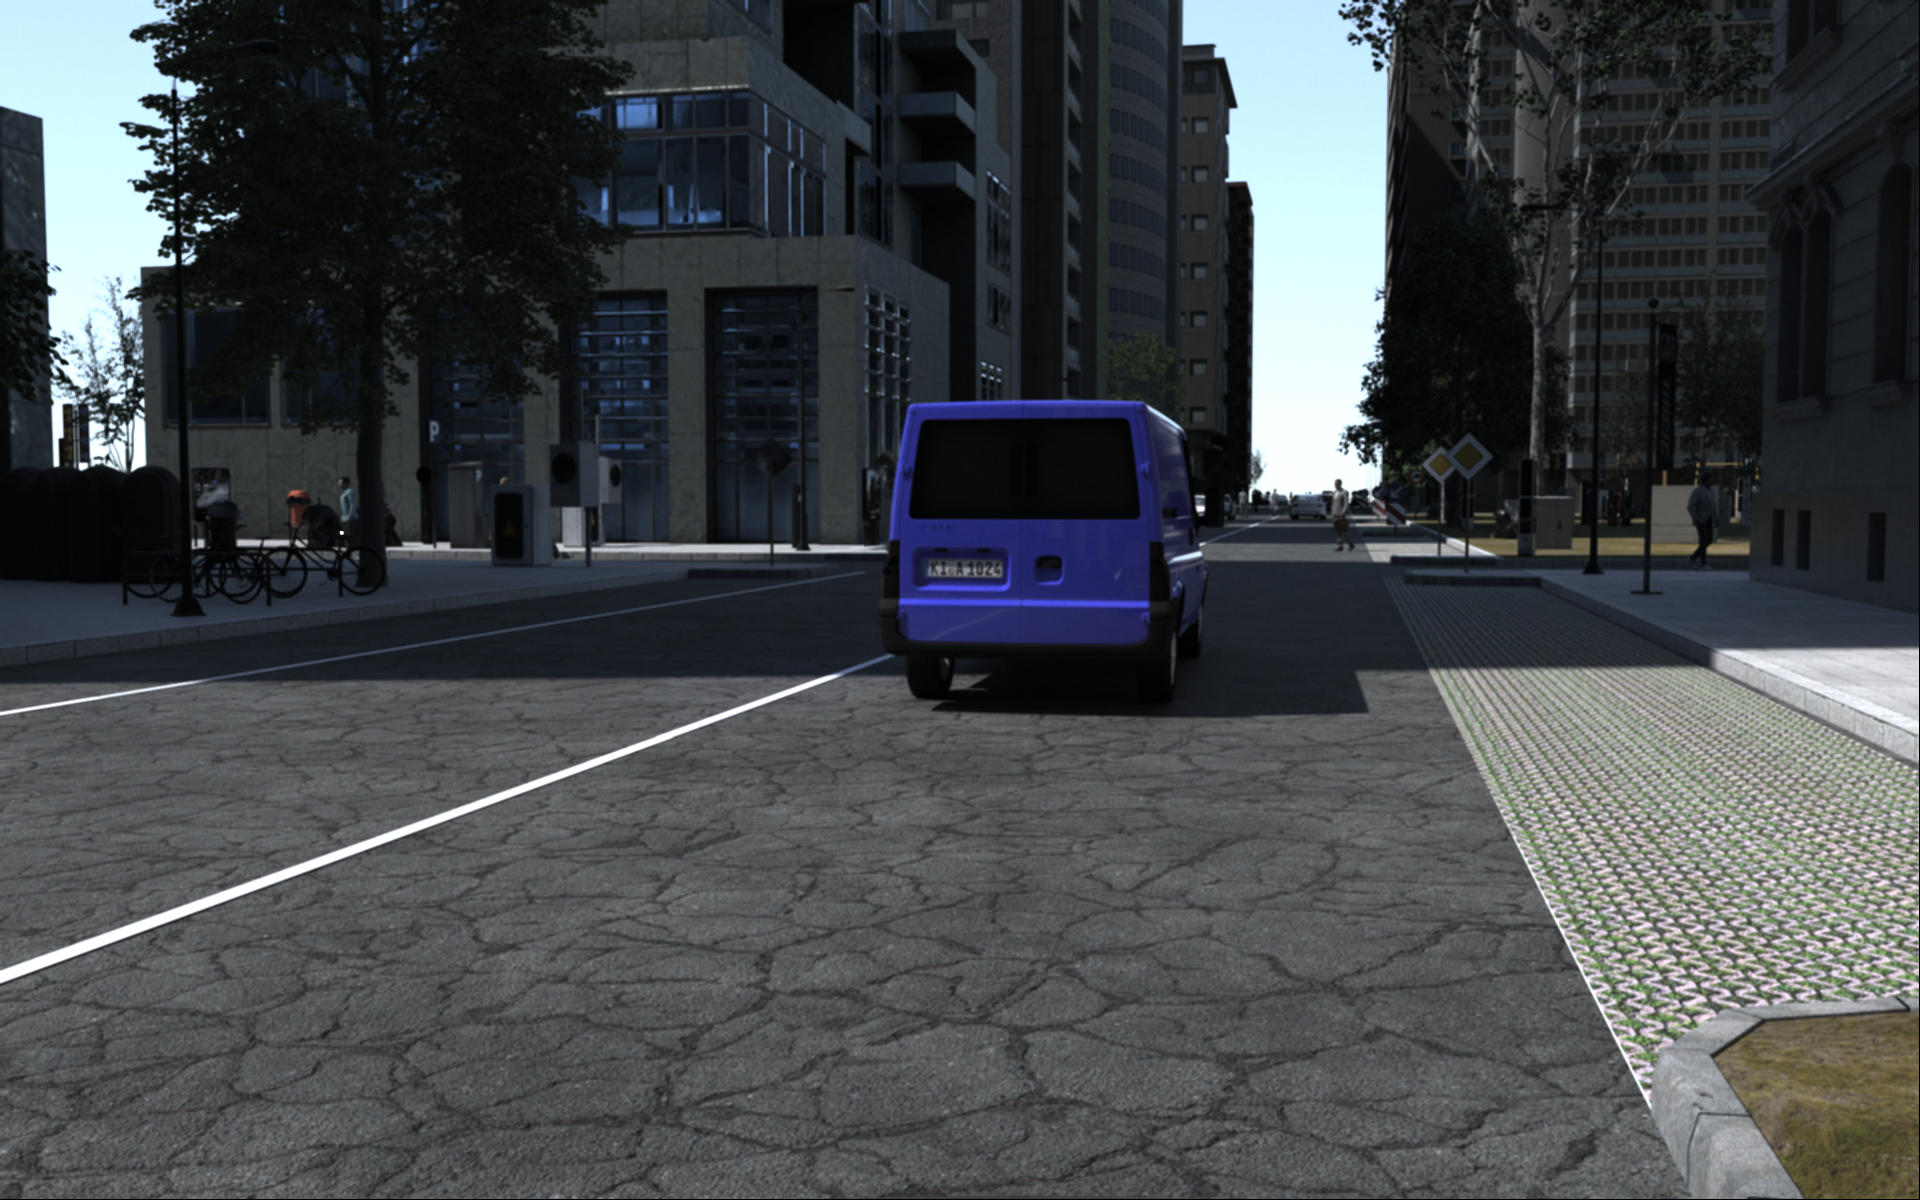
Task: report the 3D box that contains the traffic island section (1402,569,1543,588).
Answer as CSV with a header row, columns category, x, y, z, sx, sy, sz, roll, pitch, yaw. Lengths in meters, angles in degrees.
category,x,y,z,sx,sy,sz,roll,pitch,yaw
traffic island section,8.260,-0.361,28.175,2.009,0.180,2.903,1,4,12

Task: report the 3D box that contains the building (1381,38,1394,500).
category,x,y,z,sx,sy,sz,roll,pitch,yaw
building,65.631,-41.694,223.694,21.231,58.520,28.212,1,4,12

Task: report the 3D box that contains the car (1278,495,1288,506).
category,x,y,z,sx,sy,sz,roll,pitch,yaw
car,39.622,-12.349,214.262,2.083,1.381,4.827,1,4,12

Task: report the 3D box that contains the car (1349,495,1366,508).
category,x,y,z,sx,sy,sz,roll,pitch,yaw
car,41.052,-10.127,178.154,1.945,1.354,3.894,1,4,12

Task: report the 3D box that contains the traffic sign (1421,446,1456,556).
category,x,y,z,sx,sy,sz,roll,pitch,yaw
traffic sign,9.948,-1.973,35.903,0.795,2.450,0.064,1,4,12

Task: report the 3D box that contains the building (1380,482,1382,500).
category,x,y,z,sx,sy,sz,roll,pitch,yaw
building,77.077,-34.039,248.420,32.217,40.220,23.993,1,4,12

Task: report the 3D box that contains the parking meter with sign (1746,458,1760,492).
category,x,y,z,sx,sy,sz,roll,pitch,yaw
parking meter with sign,39.207,-5.415,84.800,1.738,3.016,0.543,-2,4,-26

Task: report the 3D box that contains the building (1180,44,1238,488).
category,x,y,z,sx,sy,sz,roll,pitch,yaw
building,18.392,-38.015,210.778,28.713,52.752,27.495,1,4,12

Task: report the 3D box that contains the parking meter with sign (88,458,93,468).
category,x,y,z,sx,sy,sz,roll,pitch,yaw
parking meter with sign,-41.610,-5.410,84.720,1.738,3.016,0.543,-1,4,-14

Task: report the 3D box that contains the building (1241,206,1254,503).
category,x,y,z,sx,sy,sz,roll,pitch,yaw
building,36.403,-37.221,258.677,14.600,45.320,14.200,1,4,12

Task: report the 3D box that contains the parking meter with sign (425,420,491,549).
category,x,y,z,sx,sy,sz,roll,pitch,yaw
parking meter with sign,-11.604,-2.717,40.682,1.738,3.016,0.543,1,4,12

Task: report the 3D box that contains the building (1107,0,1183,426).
category,x,y,z,sx,sy,sz,roll,pitch,yaw
building,4.551,-35.807,127.448,21.231,58.520,28.212,1,4,12

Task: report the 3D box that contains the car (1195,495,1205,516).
category,x,y,z,sx,sy,sz,roll,pitch,yaw
car,10.670,-4.083,79.121,2.083,1.381,4.827,1,4,14

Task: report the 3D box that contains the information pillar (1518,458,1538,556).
category,x,y,z,sx,sy,sz,roll,pitch,yaw
information pillar,11.773,-1.923,35.929,0.304,2.012,0.304,2,4,31

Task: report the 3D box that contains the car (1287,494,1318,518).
category,x,y,z,sx,sy,sz,roll,pitch,yaw
car,20.711,-5.780,104.294,2.009,1.686,4.222,1,4,11

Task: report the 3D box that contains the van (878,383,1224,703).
category,x,y,z,sx,sy,sz,roll,pitch,yaw
van,0.888,-0.569,13.690,2.240,2.365,5.245,1,4,11

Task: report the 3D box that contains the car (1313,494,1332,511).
category,x,y,z,sx,sy,sz,roll,pitch,yaw
car,30.212,-8.186,145.635,2.131,1.459,4.920,1,4,12

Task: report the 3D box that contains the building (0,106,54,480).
category,x,y,z,sx,sy,sz,roll,pitch,yaw
building,-33.222,-43.255,19.892,31.000,86.520,22.319,1,4,12

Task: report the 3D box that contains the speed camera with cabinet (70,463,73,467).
category,x,y,z,sx,sy,sz,roll,pitch,yaw
speed camera with cabinet,-32.147,-4.268,64.115,2.038,3.252,0.660,-3,5,-39

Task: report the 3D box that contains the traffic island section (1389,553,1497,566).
category,x,y,z,sx,sy,sz,roll,pitch,yaw
traffic island section,9.973,-0.838,35.975,2.009,0.180,2.903,1,4,12

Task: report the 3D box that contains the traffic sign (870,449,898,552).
category,x,y,z,sx,sy,sz,roll,pitch,yaw
traffic sign,-1.617,-2.129,38.454,0.795,2.450,0.064,1,4,12

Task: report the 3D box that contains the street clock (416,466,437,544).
category,x,y,z,sx,sy,sz,roll,pitch,yaw
street clock,-13.604,-2.426,44.230,0.471,2.002,0.358,1,4,17

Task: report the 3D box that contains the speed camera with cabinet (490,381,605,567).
category,x,y,z,sx,sy,sz,roll,pitch,yaw
speed camera with cabinet,-7.358,-2.218,30.606,2.038,3.252,0.660,2,4,27

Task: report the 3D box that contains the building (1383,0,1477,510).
category,x,y,z,sx,sy,sz,roll,pitch,yaw
building,52.796,-33.331,168.658,21.300,48.544,21.600,1,4,12

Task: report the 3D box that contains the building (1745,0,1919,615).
category,x,y,z,sx,sy,sz,roll,pitch,yaw
building,15.534,-13.796,12.961,14.401,28.519,23.554,1,4,12

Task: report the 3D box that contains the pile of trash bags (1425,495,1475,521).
category,x,y,z,sx,sy,sz,roll,pitch,yaw
pile of trash bags,24.219,-4.574,84.545,1.912,1.369,3.447,3,5,41

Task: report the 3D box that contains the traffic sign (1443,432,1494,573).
category,x,y,z,sx,sy,sz,roll,pitch,yaw
traffic sign,8.235,-1.496,28.103,0.795,2.450,0.064,1,4,12

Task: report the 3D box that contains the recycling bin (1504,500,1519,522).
category,x,y,z,sx,sy,sz,roll,pitch,yaw
recycling bin,25.319,-4.081,79.275,0.722,1.027,0.722,2,4,27

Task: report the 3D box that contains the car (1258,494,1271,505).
category,x,y,z,sx,sy,sz,roll,pitch,yaw
car,38.766,-12.954,221.586,2.009,1.686,4.222,1,4,13

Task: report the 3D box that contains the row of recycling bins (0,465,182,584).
category,x,y,z,sx,sy,sz,roll,pitch,yaw
row of recycling bins,-12.836,-1.124,25.492,3.534,1.692,1.069,2,4,27

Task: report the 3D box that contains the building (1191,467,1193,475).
category,x,y,z,sx,sy,sz,roll,pitch,yaw
building,9.841,-43.584,150.848,20.563,71.187,20.611,1,4,12

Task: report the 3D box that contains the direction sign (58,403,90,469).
category,x,y,z,sx,sy,sz,roll,pitch,yaw
direction sign,-22.133,-3.146,43.439,0.876,3.537,0.379,1,4,23

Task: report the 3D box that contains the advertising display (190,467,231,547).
category,x,y,z,sx,sy,sz,roll,pitch,yaw
advertising display,-18.261,-2.265,42.239,0.123,1.923,0.974,2,4,35

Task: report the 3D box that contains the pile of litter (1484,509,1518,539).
category,x,y,z,sx,sy,sz,roll,pitch,yaw
pile of litter,15.816,-2.197,49.883,1.176,0.858,1.719,0,4,-4

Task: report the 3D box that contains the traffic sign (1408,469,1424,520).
category,x,y,z,sx,sy,sz,roll,pitch,yaw
traffic sign,22.859,-5.302,86.797,0.768,2.556,0.104,1,4,15

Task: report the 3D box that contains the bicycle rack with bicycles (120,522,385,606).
category,x,y,z,sx,sy,sz,roll,pitch,yaw
bicycle rack with bicycles,-8.850,-0.465,20.982,2.925,0.926,2.852,0,4,8

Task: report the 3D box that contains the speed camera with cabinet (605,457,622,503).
category,x,y,z,sx,sy,sz,roll,pitch,yaw
speed camera with cabinet,-9.016,-2.944,42.474,0.660,3.252,2.038,1,4,16

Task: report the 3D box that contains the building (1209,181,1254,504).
category,x,y,z,sx,sy,sz,roll,pitch,yaw
building,28.662,-35.704,238.384,22.147,44.769,28.867,1,4,12

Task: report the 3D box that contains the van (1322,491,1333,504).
category,x,y,z,sx,sy,sz,roll,pitch,yaw
van,45.642,-12.726,215.089,2.013,2.044,4.112,1,4,12

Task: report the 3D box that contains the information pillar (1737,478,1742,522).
category,x,y,z,sx,sy,sz,roll,pitch,yaw
information pillar,36.168,-4.631,80.205,0.304,2.012,0.304,2,4,25

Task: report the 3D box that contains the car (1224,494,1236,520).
category,x,y,z,sx,sy,sz,roll,pitch,yaw
car,14.395,-5.202,96.854,2.131,1.459,4.920,1,4,13

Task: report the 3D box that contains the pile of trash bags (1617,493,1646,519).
category,x,y,z,sx,sy,sz,roll,pitch,yaw
pile of trash bags,35.445,-4.968,90.977,3.447,1.369,1.912,-2,4,-31

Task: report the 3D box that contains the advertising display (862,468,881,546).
category,x,y,z,sx,sy,sz,roll,pitch,yaw
advertising display,-2.189,-2.300,42.821,0.123,1.923,0.974,1,4,18

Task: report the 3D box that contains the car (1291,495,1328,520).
category,x,y,z,sx,sy,sz,roll,pitch,yaw
car,19.808,-5.252,98.229,2.083,1.381,4.827,1,4,14

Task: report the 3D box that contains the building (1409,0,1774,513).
category,x,y,z,sx,sy,sz,roll,pitch,yaw
building,48.934,-26.334,122.448,32.217,40.220,23.993,1,4,12

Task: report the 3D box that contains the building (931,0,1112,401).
category,x,y,z,sx,sy,sz,roll,pitch,yaw
building,-0.150,-24.775,88.669,14.154,41.232,14.086,1,4,12

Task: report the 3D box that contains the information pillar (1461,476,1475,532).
category,x,y,z,sx,sy,sz,roll,pitch,yaw
information pillar,17.372,-3.348,59.237,0.304,2.012,0.304,-3,5,-40

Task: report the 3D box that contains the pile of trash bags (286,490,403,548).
category,x,y,z,sx,sy,sz,roll,pitch,yaw
pile of trash bags,-15.323,-2.000,42.458,3.447,1.369,1.912,2,4,32

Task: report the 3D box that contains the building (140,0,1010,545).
category,x,y,z,sx,sy,sz,roll,pitch,yaw
building,-10.152,-45.602,58.265,22.319,86.520,31.000,1,4,12

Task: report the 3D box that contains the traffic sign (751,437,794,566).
category,x,y,z,sx,sy,sz,roll,pitch,yaw
traffic sign,-3.330,-1.652,30.655,0.795,2.450,0.064,1,4,12

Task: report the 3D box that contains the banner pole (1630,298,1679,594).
category,x,y,z,sx,sy,sz,roll,pitch,yaw
banner pole,9.029,-1.979,22.370,0.863,3.779,0.401,-3,5,-40

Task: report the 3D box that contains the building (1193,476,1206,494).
category,x,y,z,sx,sy,sz,roll,pitch,yaw
building,8.386,-29.542,174.900,32.217,40.220,23.993,1,4,12

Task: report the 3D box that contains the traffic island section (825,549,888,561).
category,x,y,z,sx,sy,sz,roll,pitch,yaw
traffic island section,-1.641,-0.993,38.521,2.009,0.180,2.903,1,4,12

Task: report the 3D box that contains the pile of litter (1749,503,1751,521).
category,x,y,z,sx,sy,sz,roll,pitch,yaw
pile of litter,37.441,-4.124,81.393,1.719,0.858,1.176,-2,4,-24

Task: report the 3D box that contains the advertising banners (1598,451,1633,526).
category,x,y,z,sx,sy,sz,roll,pitch,yaw
advertising banners,26.413,-4.514,69.985,0.090,3.025,2.074,-1,4,-23

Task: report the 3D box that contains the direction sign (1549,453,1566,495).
category,x,y,z,sx,sy,sz,roll,pitch,yaw
direction sign,33.231,-6.382,96.349,0.876,3.537,0.379,2,4,29

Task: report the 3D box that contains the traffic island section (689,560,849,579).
category,x,y,z,sx,sy,sz,roll,pitch,yaw
traffic island section,-3.354,-0.516,30.722,2.009,0.180,2.903,1,4,12

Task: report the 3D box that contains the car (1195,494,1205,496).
category,x,y,z,sx,sy,sz,roll,pitch,yaw
car,17.162,-6.996,123.188,1.959,1.807,4.718,1,4,10

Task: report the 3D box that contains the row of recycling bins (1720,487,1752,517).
category,x,y,z,sx,sy,sz,roll,pitch,yaw
row of recycling bins,43.772,-5.399,95.382,3.534,1.692,1.069,2,4,26

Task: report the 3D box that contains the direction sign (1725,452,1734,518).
category,x,y,z,sx,sy,sz,roll,pitch,yaw
direction sign,41.300,-6.179,93.024,0.876,3.537,0.379,-3,5,-41
